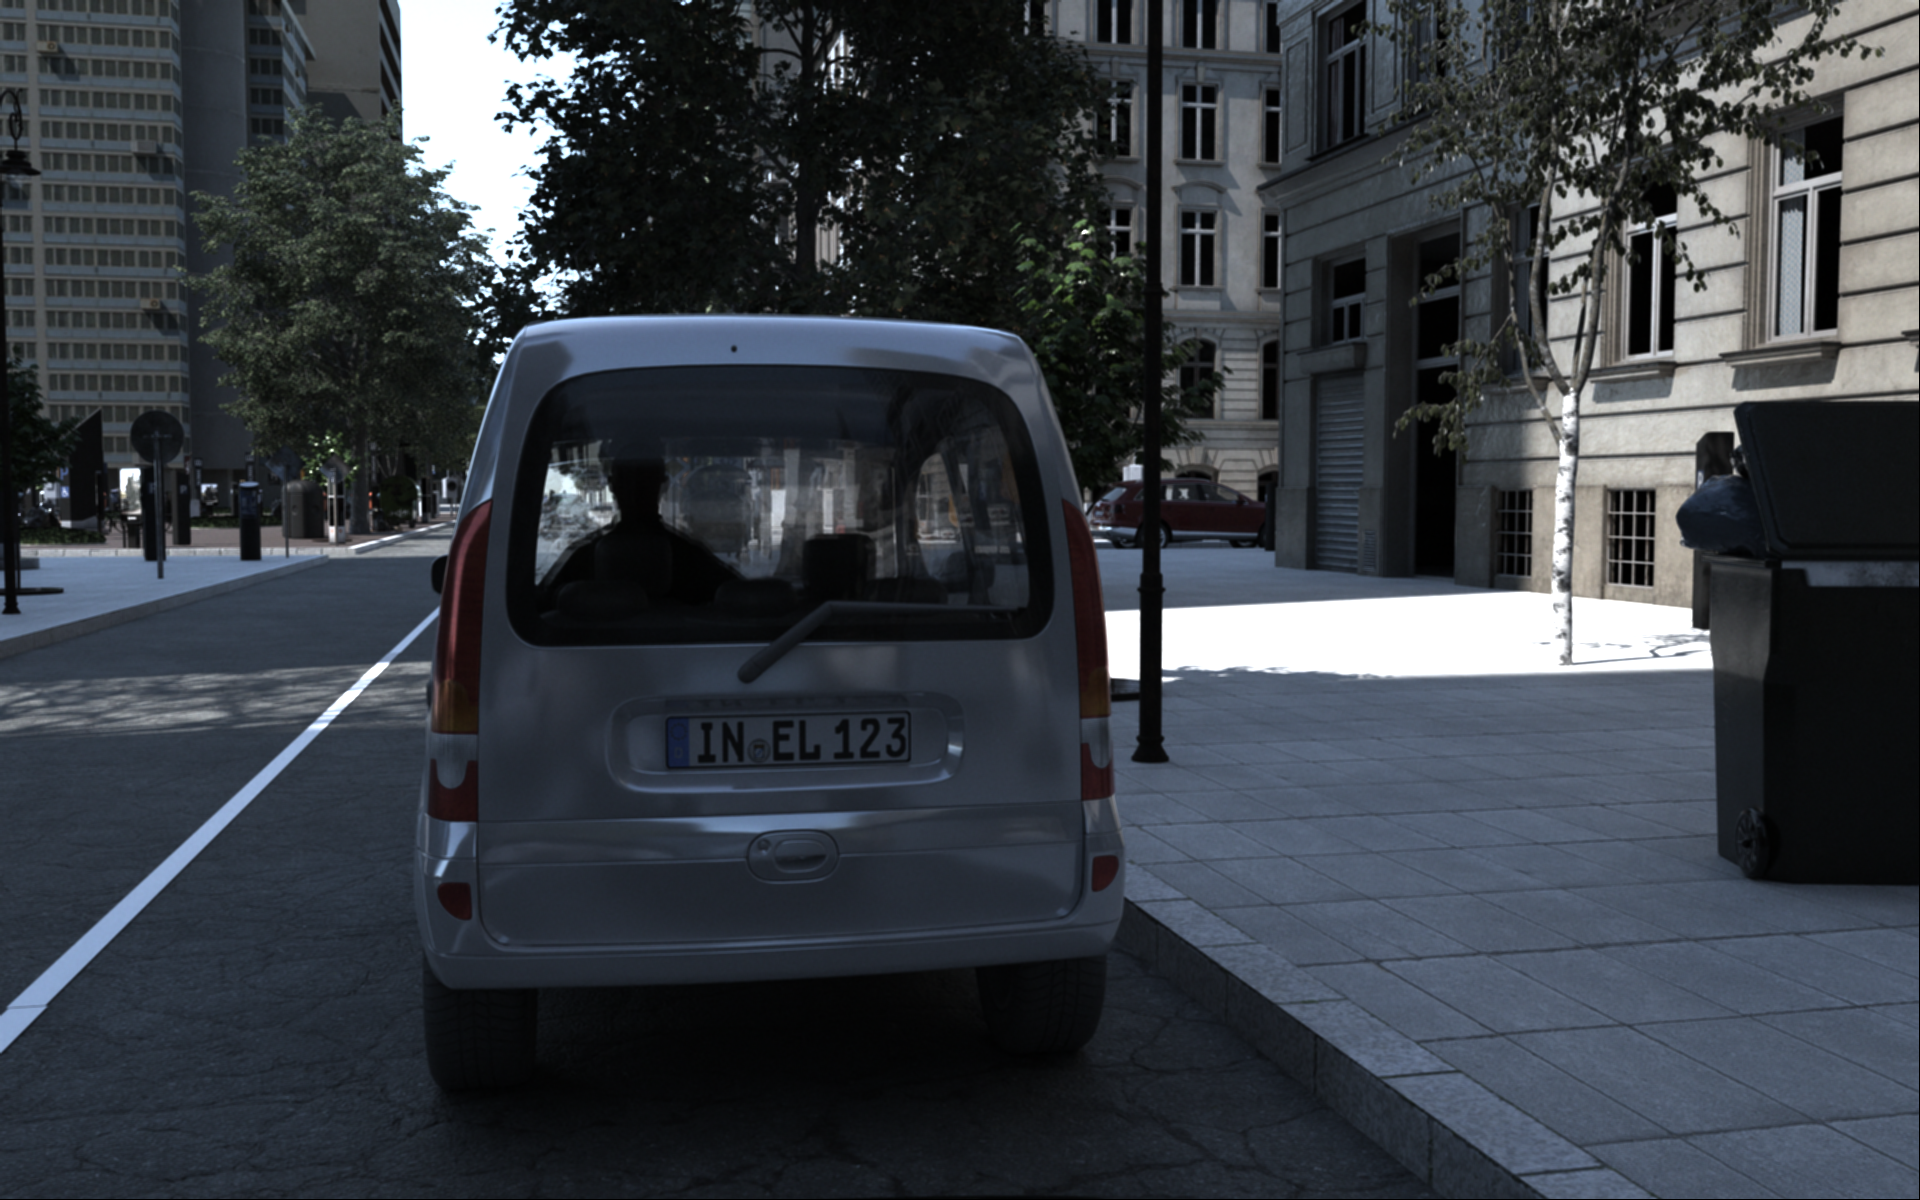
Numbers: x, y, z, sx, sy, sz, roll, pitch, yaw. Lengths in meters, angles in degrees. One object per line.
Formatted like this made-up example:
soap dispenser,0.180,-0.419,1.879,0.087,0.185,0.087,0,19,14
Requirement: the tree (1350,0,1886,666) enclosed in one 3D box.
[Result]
tree,4.663,-3.826,12.923,4.360,8.622,3.978,0,3,0

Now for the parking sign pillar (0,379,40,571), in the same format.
parking sign pillar,-16.522,-2.506,29.442,1.447,3.967,1.447,3,4,39

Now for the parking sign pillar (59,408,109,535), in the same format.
parking sign pillar,-27.359,-4.004,53.938,1.447,3.967,1.447,1,4,21

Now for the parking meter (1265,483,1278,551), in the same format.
parking meter,7.071,-1.875,39.062,0.372,1.533,0.369,0,3,0

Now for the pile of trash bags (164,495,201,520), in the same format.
pile of trash bags,-38.094,-4.527,83.766,1.912,1.369,3.447,0,4,-2

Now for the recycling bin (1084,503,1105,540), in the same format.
recycling bin,3.609,-2.208,48.660,0.722,1.027,0.722,-2,4,-31

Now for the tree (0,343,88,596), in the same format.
tree,-12.008,-1.690,22.231,1.663,3.219,1.824,0,3,0

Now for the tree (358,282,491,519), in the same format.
tree,-27.616,-10.486,89.567,7.486,12.596,7.792,0,3,0

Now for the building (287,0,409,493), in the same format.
building,-58.592,-31.903,145.310,21.300,48.544,21.600,-1,4,-13

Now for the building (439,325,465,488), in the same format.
building,-81.963,-29.887,260.348,14.160,30.474,14.107,-1,4,-13

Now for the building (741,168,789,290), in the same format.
building,-7.010,-16.331,108.813,13.314,21.916,24.055,-1,4,-13

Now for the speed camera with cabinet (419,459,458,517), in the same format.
speed camera with cabinet,-29.504,-6.337,97.944,2.038,3.252,0.660,-3,5,-39

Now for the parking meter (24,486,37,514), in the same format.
parking meter,-37.373,-3.909,69.628,0.399,1.863,0.255,1,4,9

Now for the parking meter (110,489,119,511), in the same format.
parking meter,-45.883,-5.235,94.004,0.372,1.533,0.369,0,3,0

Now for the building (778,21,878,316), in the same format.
building,-1.166,-17.562,84.396,12.463,27.353,25.104,-1,4,-13

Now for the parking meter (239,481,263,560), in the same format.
parking meter,-13.769,-1.539,33.581,0.372,1.533,0.369,0,3,0

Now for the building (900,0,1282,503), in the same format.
building,15.429,-15.026,64.752,34.723,24.649,14.460,-1,4,-13

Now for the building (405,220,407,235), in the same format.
building,-60.011,-23.983,163.823,14.160,30.474,14.107,-1,4,-13

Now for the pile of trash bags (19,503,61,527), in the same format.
pile of trash bags,-32.318,-3.000,58.804,3.447,1.369,1.912,0,4,7

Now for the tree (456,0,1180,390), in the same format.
tree,-1.976,-6.446,22.397,9.611,12.733,9.660,0,3,0

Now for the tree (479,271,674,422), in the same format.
tree,-15.462,-10.318,79.071,12.009,13.543,11.850,0,3,0

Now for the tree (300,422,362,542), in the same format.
tree,-16.881,-3.192,46.795,1.663,3.219,1.824,0,3,0

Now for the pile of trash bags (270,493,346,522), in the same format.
pile of trash bags,-30.655,-4.340,80.714,3.447,1.369,1.912,2,4,32

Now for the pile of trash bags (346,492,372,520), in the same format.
pile of trash bags,-30.951,-4.743,87.295,3.447,1.369,1.912,-3,4,-37

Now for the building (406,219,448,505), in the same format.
building,-79.853,-31.728,210.641,32.217,40.220,23.993,-1,4,-13

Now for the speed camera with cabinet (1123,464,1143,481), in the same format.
speed camera with cabinet,6.211,-3.700,54.828,2.038,3.252,0.660,0,4,-2

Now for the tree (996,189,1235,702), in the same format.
tree,0.916,-1.008,11.078,1.663,3.219,1.824,0,3,0

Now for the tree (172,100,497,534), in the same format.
tree,-19.368,-9.082,55.138,9.857,13.997,8.962,0,3,0

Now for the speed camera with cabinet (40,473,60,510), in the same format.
speed camera with cabinet,-52.667,-6.482,100.323,2.038,3.252,0.660,3,5,45

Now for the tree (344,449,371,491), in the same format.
tree,-38.742,-7.796,111.175,4.285,4.588,4.351,0,3,0

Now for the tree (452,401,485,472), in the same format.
tree,-34.254,-10.507,122.149,4.737,8.622,4.395,0,3,0

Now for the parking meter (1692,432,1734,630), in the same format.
parking meter,7.159,-0.658,16.473,0.255,1.863,0.399,1,4,8

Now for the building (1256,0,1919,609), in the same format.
building,15.829,-11.276,17.644,16.112,22.955,30.059,-1,4,-13

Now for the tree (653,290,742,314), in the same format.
tree,-8.474,-7.322,54.132,7.601,10.594,8.767,-3,5,-42

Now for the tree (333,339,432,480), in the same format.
tree,-23.247,-7.347,70.491,4.360,8.622,3.978,0,3,0

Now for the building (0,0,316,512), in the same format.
building,-59.665,-26.305,121.966,32.217,40.220,23.993,-1,4,-13

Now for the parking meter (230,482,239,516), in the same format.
parking meter,-35.211,-4.794,84.089,0.255,1.863,0.399,-3,5,-44

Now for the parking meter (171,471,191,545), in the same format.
parking meter,-19.583,-2.315,43.559,0.255,1.863,0.399,2,4,32

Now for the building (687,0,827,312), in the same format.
building,-16.832,-28.514,149.790,14.154,41.232,14.086,-1,4,-13

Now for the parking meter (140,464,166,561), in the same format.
parking meter,-15.512,-1.686,33.280,0.399,1.863,0.255,-2,4,-33

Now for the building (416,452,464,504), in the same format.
building,-83.256,-24.005,237.518,27.650,21.520,28.899,-1,4,-13

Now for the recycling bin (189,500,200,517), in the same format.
recycling bin,-33.891,-3.888,76.126,0.722,1.027,0.722,-3,5,-41

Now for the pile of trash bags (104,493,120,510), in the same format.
pile of trash bags,-46.111,-5.261,95.763,3.447,1.369,1.912,0,4,3
